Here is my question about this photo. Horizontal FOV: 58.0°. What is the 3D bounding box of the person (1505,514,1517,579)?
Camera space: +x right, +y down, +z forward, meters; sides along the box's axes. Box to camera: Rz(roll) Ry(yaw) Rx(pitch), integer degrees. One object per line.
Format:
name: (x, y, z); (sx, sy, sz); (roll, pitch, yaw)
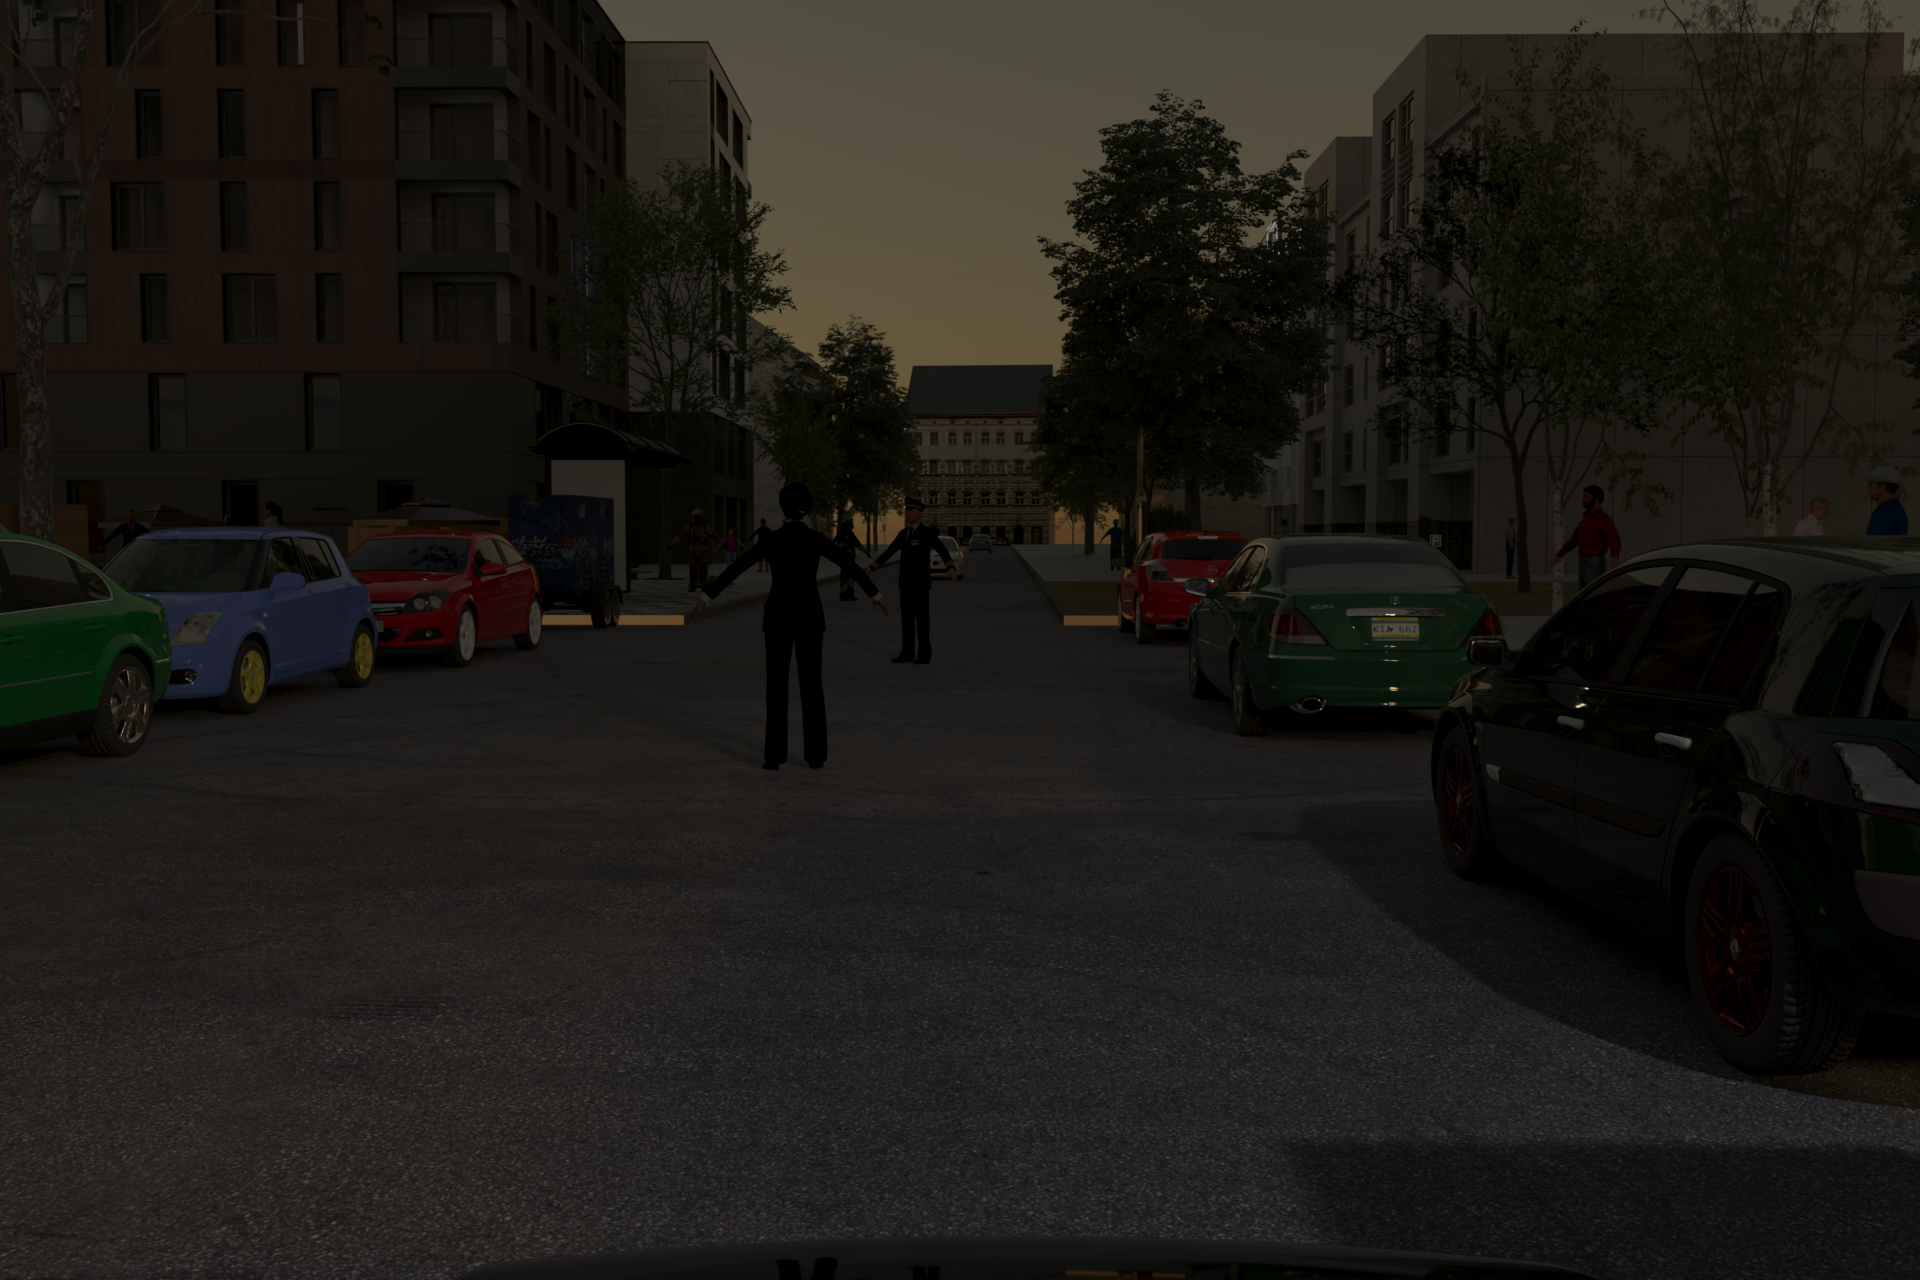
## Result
person: (15.816, -2.678, 49.649); (0.705, 1.847, 1.347); (1, 4, 23)

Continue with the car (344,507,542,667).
car: (-6.164, -0.670, 19.992); (2.155, 1.783, 4.494); (0, 4, 1)

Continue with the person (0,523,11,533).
person: (-10.589, -0.757, 18.845); (0.721, 1.778, 1.216); (2, 4, 35)

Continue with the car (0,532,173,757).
car: (-6.248, -0.062, 9.808); (1.959, 1.807, 4.718); (0, 4, 1)

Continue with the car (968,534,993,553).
car: (1.557, -7.312, 131.561); (2.014, 1.417, 4.499); (0, 4, 1)

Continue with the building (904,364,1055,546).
building: (2.922, -23.870, 223.664); (18.063, 23.208, 19.493); (0, 4, 5)

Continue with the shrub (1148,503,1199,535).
shrub: (4.895, -2.196, 40.317); (1.690, 2.028, 1.600); (0, 3, 0)

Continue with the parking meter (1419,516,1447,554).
parking meter: (6.582, -0.962, 24.144); (0.372, 1.533, 0.369); (0, 3, 0)

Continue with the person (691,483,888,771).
person: (-1.026, -0.085, 10.575); (1.216, 1.740, 0.721); (-1, 4, -16)

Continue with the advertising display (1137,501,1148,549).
advertising display: (3.591, -1.769, 34.136); (0.123, 1.923, 0.974); (0, 4, 1)

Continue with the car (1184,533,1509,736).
car: (2.900, -0.115, 13.672); (2.131, 1.459, 4.920); (0, 4, 1)

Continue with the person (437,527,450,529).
person: (-12.371, -2.125, 41.212); (0.721, 1.772, 1.216); (2, 4, 27)

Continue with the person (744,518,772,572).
person: (-6.638, -3.191, 58.308); (1.346, 1.812, 0.704); (-2, 4, -35)

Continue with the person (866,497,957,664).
person: (-0.522, -0.661, 19.200); (1.347, 1.837, 0.705); (3, 5, 39)

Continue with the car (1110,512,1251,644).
car: (3.201, -0.915, 24.006); (2.155, 1.783, 4.494); (0, 4, 0)

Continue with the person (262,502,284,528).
person: (-9.633, -1.052, 24.033); (0.721, 1.735, 1.217); (0, 4, 2)

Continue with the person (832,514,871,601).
person: (-2.382, -1.761, 37.035); (0.705, 1.856, 1.354); (2, 4, 34)

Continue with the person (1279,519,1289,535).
person: (11.608, -3.398, 61.752); (0.705, 1.806, 1.347); (2, 4, 31)

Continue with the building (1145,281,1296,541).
building: (26.148, -19.493, 149.634); (19.493, 23.208, 18.063); (0, 4, 1)

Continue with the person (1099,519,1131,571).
person: (5.482, -3.340, 60.736); (1.347, 1.817, 0.704); (2, 4, 27)

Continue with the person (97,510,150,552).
person: (-17.965, -1.918, 37.586); (1.346, 1.802, 0.704); (-1, 4, -21)

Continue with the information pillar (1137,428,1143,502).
information pillar: (3.997, -2.882, 38.481); (0.183, 3.616, 0.504); (0, 4, -1)

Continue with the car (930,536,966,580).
car: (-0.827, -2.657, 55.809); (2.083, 1.381, 4.827); (0, 4, 1)

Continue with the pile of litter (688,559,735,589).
pile of litter: (-5.948, -1.667, 41.226); (1.176, 0.858, 1.719); (0, 4, 2)

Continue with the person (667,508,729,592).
person: (-5.792, -1.987, 38.260); (1.354, 1.858, 0.705); (0, 4, -5)

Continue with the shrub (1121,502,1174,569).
shrub: (4.853, -2.365, 42.703); (1.661, 2.075, 1.752); (0, 3, 0)

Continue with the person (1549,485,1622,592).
person: (6.868, -0.782, 18.901); (0.704, 1.816, 1.345); (-1, 4, -9)

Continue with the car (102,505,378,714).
car: (-6.424, -0.325, 14.902); (1.945, 1.707, 3.694); (0, 4, 2)

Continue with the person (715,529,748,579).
person: (-6.488, -2.444, 49.231); (0.991, 1.433, 0.599); (-1, 4, -23)

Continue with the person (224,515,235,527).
person: (-20.233, -2.558, 47.953); (1.348, 1.813, 0.705); (-3, 5, -42)

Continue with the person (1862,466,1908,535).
person: (7.586, -0.515, 14.308); (0.705, 1.842, 1.347); (3, 5, 40)

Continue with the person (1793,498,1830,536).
person: (10.078, -0.821, 20.413); (0.756, 1.711, 0.436); (-2, 4, -32)

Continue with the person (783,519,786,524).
person: (-6.110, -3.329, 60.696); (1.348, 1.796, 0.705); (0, 4, 5)

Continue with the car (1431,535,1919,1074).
car: (2.907, 0.232, 5.986); (2.009, 1.686, 4.222); (0, 4, 0)
